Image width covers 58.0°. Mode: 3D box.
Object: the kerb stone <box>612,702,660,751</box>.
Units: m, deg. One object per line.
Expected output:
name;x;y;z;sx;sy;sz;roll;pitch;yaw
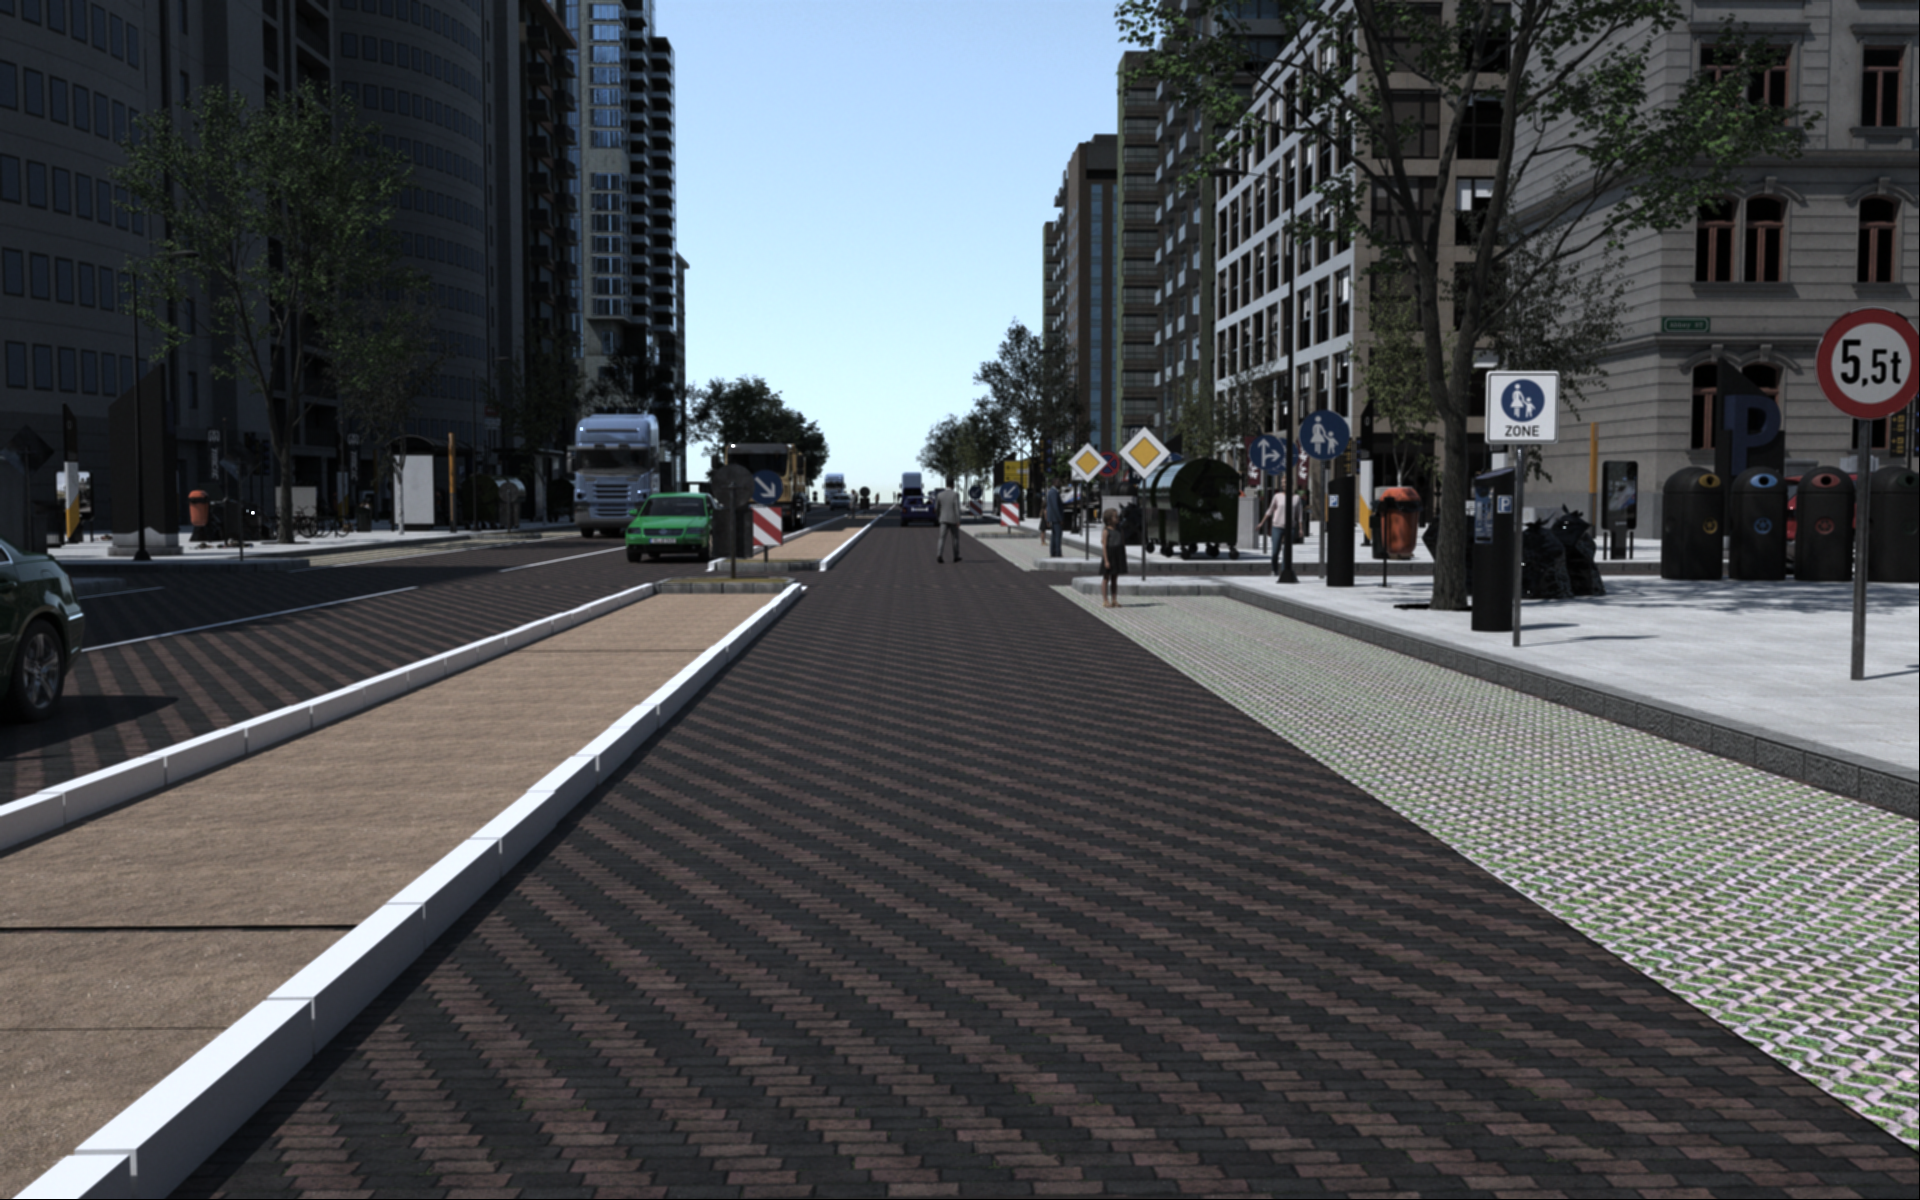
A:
kerb stone;-1.890;0.744;10.048;0.120;0.150;1.000;0;4;-2

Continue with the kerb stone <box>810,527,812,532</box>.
kerb stone;-5.646;-2.547;63.833;0.120;0.150;1.000;0;4;-2

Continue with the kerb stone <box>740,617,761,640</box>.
kerb stone;-2.108;0.305;17.234;0.120;0.150;1.000;0;4;-2

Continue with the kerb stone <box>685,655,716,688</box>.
kerb stone;-1.983;0.555;13.119;0.120;0.150;1.000;0;4;-2

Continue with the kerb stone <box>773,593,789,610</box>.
kerb stone;-2.232;0.053;21.328;0.120;0.150;1.000;0;4;-2

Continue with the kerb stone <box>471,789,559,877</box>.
kerb stone;-1.786;0.932;6.965;0.120;0.150;1.000;0;4;-2

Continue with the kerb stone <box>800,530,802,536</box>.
kerb stone;-5.441;-2.169;57.691;0.120;0.150;1.000;0;4;-2

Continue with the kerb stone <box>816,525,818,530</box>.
kerb stone;-5.765;-2.796;67.922;0.120;0.150;1.000;0;4;-2

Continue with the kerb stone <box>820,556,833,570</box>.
kerb stone;-2.627;-0.730;34.136;0.120;0.150;1.000;0;4;-2

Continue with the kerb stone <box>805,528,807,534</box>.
kerb stone;-5.548;-2.359;60.769;0.120;0.150;1.000;0;4;-2

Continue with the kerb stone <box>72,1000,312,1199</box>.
kerb stone;-1.689;1.119;3.893;0.120;0.150;1.000;0;4;-2

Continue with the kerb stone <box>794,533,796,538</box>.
kerb stone;-5.354;-1.979;54.623;0.120;0.150;1.000;0;4;-2

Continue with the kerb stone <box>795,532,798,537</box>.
kerb stone;-5.388;-2.046;55.644;0.120;0.150;1.000;0;4;-2

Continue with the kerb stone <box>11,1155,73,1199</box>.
kerb stone;-1.659;1.184;2.872;0.120;0.150;1.000;0;4;-2

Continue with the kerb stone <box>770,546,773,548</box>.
kerb stone;-5.080;-1.418;45.399;0.120;0.150;1.000;0;4;-2

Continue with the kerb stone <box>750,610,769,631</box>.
kerb stone;-2.138;0.241;18.256;0.120;0.150;1.000;0;4;-2

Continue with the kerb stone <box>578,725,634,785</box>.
kerb stone;-1.851;0.806;9.021;0.120;0.150;1.000;0;4;-2

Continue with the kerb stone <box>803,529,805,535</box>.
kerb stone;-5.517;-2.296;59.742;0.120;0.150;1.000;0;4;-2

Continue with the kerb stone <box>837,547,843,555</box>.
kerb stone;-2.782;-1.043;39.250;0.120;0.150;1.000;0;4;-2

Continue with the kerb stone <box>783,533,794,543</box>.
kerb stone;-5.323;-1.921;53.596;0.120;0.150;1.000;0;4;-2

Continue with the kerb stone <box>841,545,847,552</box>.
kerb stone;-2.843;-1.168;41.299;0.120;0.150;1.000;0;4;-2

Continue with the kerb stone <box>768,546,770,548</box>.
kerb stone;-5.037;-1.356;44.368;0.120;0.150;1.000;0;4;-2

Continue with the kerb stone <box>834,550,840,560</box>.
kerb stone;-2.718;-0.918;37.200;0.120;0.150;1.000;0;4;-2

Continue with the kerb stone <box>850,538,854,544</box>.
kerb stone;-3.035;-1.544;47.436;0.120;0.150;1.000;0;4;-2

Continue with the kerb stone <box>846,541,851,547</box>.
kerb stone;-2.942;-1.356;44.365;0.120;0.150;1.000;0;4;-2

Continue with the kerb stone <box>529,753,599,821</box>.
kerb stone;-1.829;0.869;7.986;0.120;0.150;1.000;0;4;-2

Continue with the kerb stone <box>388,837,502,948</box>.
kerb stone;-1.757;0.994;5.940;0.120;0.150;1.000;0;4;-2

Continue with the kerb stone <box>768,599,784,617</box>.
kerb stone;-2.192;0.121;20.307;0.120;0.150;1.000;0;4;-2

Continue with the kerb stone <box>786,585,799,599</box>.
kerb stone;-2.296;-0.070;23.372;0.120;0.150;1.000;0;4;-2

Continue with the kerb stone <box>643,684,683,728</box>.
kerb stone;-1.911;0.680;11.076;0.120;0.150;1.000;0;4;-2

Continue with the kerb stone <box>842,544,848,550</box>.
kerb stone;-2.879;-1.226;42.320;0.120;0.150;1.000;0;4;-2

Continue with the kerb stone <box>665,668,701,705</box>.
kerb stone;-1.946;0.618;12.098;0.120;0.150;1.000;0;4;-2

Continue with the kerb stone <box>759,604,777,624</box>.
kerb stone;-2.169;0.178;19.279;0.120;0.150;1.000;0;4;-2

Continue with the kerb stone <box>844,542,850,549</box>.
kerb stone;-2.905;-1.293;43.343;0.120;0.150;1.000;0;4;-2

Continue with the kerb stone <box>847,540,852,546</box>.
kerb stone;-2.973;-1.419;45.393;0.120;0.150;1.000;0;4;-2

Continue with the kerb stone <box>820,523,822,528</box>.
kerb stone;-5.862;-2.985;71.001;0.120;0.150;1.000;0;4;-2

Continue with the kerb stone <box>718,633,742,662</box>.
kerb stone;-2.040;0.430;15.170;0.120;0.150;1.000;0;4;-2

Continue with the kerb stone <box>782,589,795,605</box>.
kerb stone;-2.258;-0.003;22.351;0.120;0.150;1.000;0;4;-2

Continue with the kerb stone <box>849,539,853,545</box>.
kerb stone;-3.004;-1.481;46.415;0.120;0.150;1.000;0;4;-2

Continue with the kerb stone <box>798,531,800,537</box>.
kerb stone;-5.415;-2.108;56.666;0.120;0.150;1.000;0;4;-2

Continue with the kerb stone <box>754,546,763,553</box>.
kerb stone;-4.980;-1.231;42.322;0.120;0.150;1.000;0;4;-2

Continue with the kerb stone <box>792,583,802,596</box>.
kerb stone;-2.324;-0.134;24.404;0.120;0.150;1.000;0;4;-2

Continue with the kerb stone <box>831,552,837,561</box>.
kerb stone;-2.695;-0.855;36.179;0.120;0.150;1.000;0;4;-2

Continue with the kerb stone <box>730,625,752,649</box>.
kerb stone;-2.076;0.366;16.207;0.120;0.150;1.000;0;4;-2

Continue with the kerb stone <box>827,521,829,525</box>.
kerb stone;-6.044;-3.362;77.157;0.120;0.150;1.000;0;4;-2

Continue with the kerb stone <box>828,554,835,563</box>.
kerb stone;-2.666;-0.789;35.157;0.120;0.150;1.000;0;4;-2

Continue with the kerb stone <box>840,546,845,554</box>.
kerb stone;-2.816;-1.106;40.277;0.120;0.150;1.000;0;4;-2

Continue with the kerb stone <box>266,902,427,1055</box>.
kerb stone;-1.722;1.057;4.918;0.120;0.150;1.000;0;4;-2

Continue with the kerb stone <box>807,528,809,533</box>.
kerb stone;-5.577;-2.415;61.791;0.120;0.150;1.000;0;4;-2

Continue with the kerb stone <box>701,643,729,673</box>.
kerb stone;-2.020;0.492;14.148;0.120;0.150;1.000;0;4;-2

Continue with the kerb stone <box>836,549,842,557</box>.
kerb stone;-2.750;-0.981;38.227;0.120;0.150;1.000;0;4;-2

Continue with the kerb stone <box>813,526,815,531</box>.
kerb stone;-5.710;-2.670;65.876;0.120;0.150;1.000;0;4;-2
